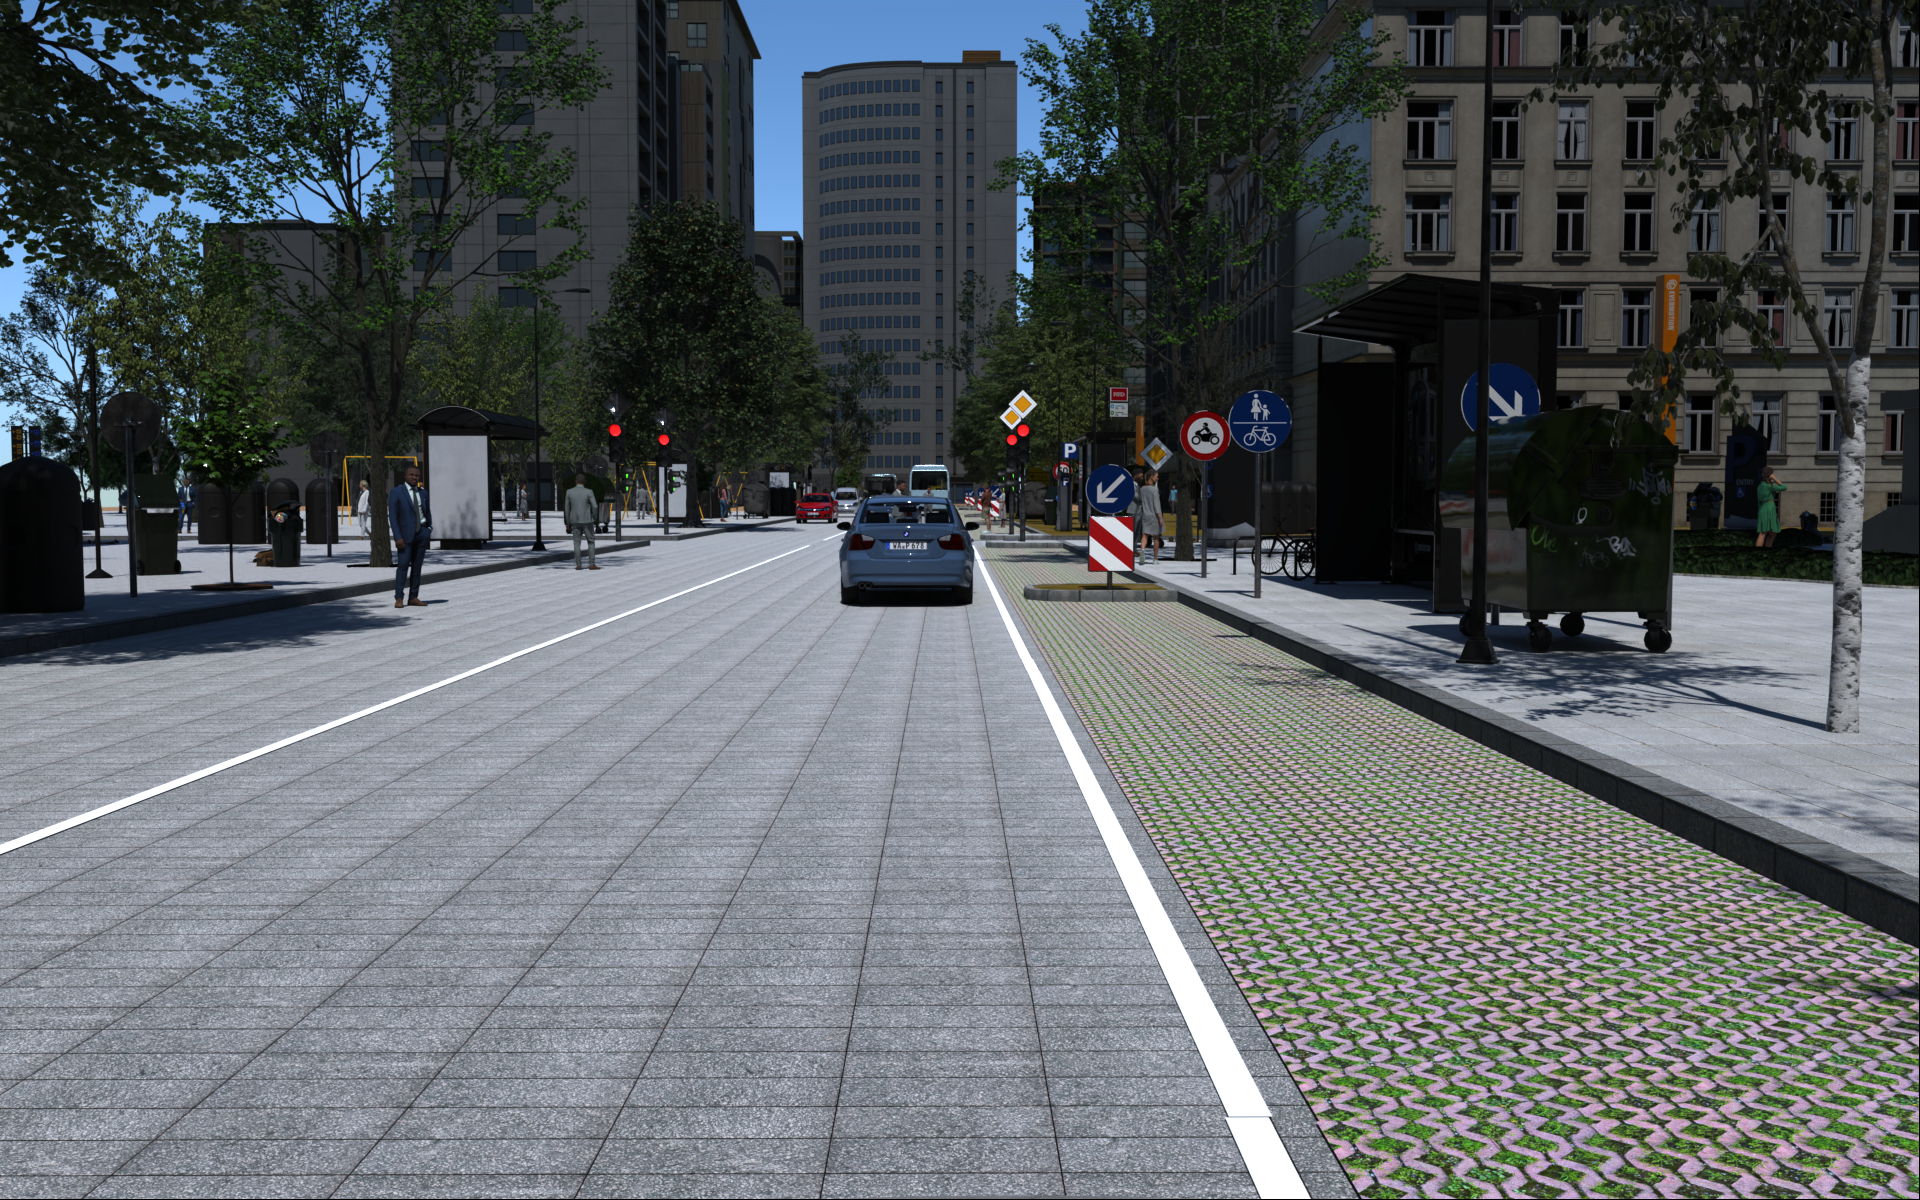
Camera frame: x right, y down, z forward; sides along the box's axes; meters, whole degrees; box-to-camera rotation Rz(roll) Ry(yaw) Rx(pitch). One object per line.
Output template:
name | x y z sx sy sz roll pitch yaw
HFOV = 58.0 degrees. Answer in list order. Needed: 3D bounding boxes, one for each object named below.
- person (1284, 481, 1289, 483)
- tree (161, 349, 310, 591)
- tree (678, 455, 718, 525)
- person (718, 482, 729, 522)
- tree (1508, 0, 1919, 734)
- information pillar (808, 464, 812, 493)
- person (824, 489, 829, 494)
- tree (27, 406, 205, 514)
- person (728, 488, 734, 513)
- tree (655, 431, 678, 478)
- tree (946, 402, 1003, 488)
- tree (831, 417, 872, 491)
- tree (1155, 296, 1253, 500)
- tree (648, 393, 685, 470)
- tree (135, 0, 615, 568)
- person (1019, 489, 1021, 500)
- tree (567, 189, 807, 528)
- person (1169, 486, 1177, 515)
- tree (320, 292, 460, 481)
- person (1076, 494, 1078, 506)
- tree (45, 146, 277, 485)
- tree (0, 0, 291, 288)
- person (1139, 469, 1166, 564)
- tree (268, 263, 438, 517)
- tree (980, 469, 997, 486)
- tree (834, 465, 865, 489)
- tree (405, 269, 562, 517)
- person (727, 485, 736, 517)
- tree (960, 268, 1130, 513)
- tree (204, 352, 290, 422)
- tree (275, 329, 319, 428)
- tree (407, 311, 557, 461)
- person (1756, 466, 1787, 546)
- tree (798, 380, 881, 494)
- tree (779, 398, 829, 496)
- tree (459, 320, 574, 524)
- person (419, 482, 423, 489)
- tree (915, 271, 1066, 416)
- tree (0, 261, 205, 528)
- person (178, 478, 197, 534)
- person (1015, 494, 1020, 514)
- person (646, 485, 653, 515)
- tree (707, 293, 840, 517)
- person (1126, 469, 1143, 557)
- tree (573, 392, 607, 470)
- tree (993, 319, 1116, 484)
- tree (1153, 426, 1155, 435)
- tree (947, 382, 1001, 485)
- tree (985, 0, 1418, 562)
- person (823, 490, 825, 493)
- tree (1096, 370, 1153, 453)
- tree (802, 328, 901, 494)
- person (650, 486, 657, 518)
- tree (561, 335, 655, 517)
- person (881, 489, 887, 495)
person | 13.150 -3.897 69.935 0.473 1.802 0.592 1 4 16
tree | -9.954 -1.760 23.381 1.663 3.219 1.824 0 3 0
tree | -10.907 -4.794 72.978 1.663 3.219 1.824 0 3 0
person | -10.927 -4.527 80.064 0.555 1.821 0.388 2 4 28
tree | 4.600 -3.602 9.260 4.360 8.622 3.978 0 3 0
information pillar | -11.238 -8.454 129.581 0.183 3.616 0.504 2 4 26
person | -14.867 -11.361 191.428 1.348 1.869 0.705 2 4 31
tree | -52.334 -8.919 108.736 20.602 7.101 11.467 3 5 40
person | -15.828 -6.938 119.684 0.583 1.804 0.606 -3 5 -43
tree | -17.973 -8.997 97.468 4.737 8.622 4.395 0 3 0
tree | 2.720 -14.176 166.182 8.767 10.594 7.601 1 4 8
tree | -10.698 -13.174 165.761 4.737 8.622 4.395 0 3 0
tree | 9.704 -6.949 63.986 4.360 8.622 3.978 0 3 0
tree | -18.929 -9.873 111.791 4.360 8.622 3.978 0 3 0
tree | -10.114 -6.393 30.288 9.928 11.665 9.643 0 3 0
person | 7.035 -12.032 202.749 1.348 1.826 0.705 -2 4 -26
tree | -10.290 -9.081 65.483 9.611 12.733 9.660 0 3 0
person | 12.882 -5.996 103.935 0.748 1.841 0.638 -2 4 -24
tree | -21.592 -6.960 64.160 4.360 8.622 3.978 0 3 0
person | 8.085 -6.747 116.542 0.709 1.800 0.728 2 4 31
tree | -16.881 -5.259 36.341 4.737 8.622 4.395 0 3 0
tree | -9.114 -5.814 13.184 7.486 12.596 7.792 0 3 0
person | 3.465 -1.503 31.371 0.466 1.731 0.760 1 4 20
tree | -34.069 -11.674 97.531 9.857 13.997 8.962 0 3 0
tree | 3.235 -15.682 206.766 4.360 8.622 3.978 0 3 0
tree | -11.762 -12.227 183.624 4.285 4.588 4.351 0 3 0
tree | -16.376 -6.554 57.522 4.737 8.622 4.395 0 3 0
person | -12.956 -5.570 97.299 0.728 1.800 0.709 2 4 24
tree | 4.743 -10.344 87.244 7.486 12.596 7.792 0 3 0
tree | -35.201 -8.260 85.408 4.360 8.622 3.978 0 3 0
tree | -24.431 -6.647 59.049 4.737 8.622 4.395 0 3 0
tree | -31.735 -12.454 113.993 12.009 13.543 11.850 0 3 0
person | 15.042 -1.593 32.335 0.529 1.795 0.600 -1 4 -11
tree | -10.700 -12.738 142.682 8.767 10.594 7.601 0 4 -1
tree | -10.796 -10.225 117.541 4.360 8.622 3.978 0 3 0
tree | -19.382 -7.486 72.758 4.360 8.622 3.978 0 3 0
person | -23.656 -4.273 76.133 0.478 1.798 0.641 1 4 13
tree | 3.032 -17.872 148.102 12.611 20.169 13.585 0 3 0
tree | -32.939 -8.045 65.946 8.767 10.594 7.601 -3 4 -36
person | -25.249 -3.074 56.488 0.721 1.800 0.419 -2 4 -27
person | 3.450 -5.795 101.060 0.573 1.790 0.520 0 4 -7
person | -19.134 -6.159 106.862 0.853 1.813 0.709 2 4 28
tree | -10.568 -11.018 98.266 7.486 12.596 7.792 0 3 0
person | 3.671 -1.793 35.543 0.466 1.800 0.511 1 4 16
tree | -22.648 -9.357 103.357 4.360 8.622 3.978 0 3 0
tree | 4.332 -7.446 72.112 4.737 8.622 4.395 0 3 0
tree | 10.738 -7.732 76.780 4.360 8.622 3.978 0 3 0
tree | 3.349 -17.579 194.070 9.857 13.997 8.962 0 3 0
tree | 4.444 -6.558 32.971 9.928 11.665 9.643 0 3 0
person | -13.249 -10.001 170.383 0.721 1.723 1.217 -2 4 -26
tree | 9.330 -9.202 100.807 4.360 8.622 3.978 0 3 0
tree | -12.896 -21.090 200.713 12.611 20.169 13.585 0 3 0
person | -16.358 -5.272 93.243 0.512 1.701 0.522 -2 4 -34
tree | -17.061 -7.905 79.616 4.737 8.622 4.395 0 3 0
person | -6.258 -8.297 144.241 1.350 1.814 0.705 3 5 41
